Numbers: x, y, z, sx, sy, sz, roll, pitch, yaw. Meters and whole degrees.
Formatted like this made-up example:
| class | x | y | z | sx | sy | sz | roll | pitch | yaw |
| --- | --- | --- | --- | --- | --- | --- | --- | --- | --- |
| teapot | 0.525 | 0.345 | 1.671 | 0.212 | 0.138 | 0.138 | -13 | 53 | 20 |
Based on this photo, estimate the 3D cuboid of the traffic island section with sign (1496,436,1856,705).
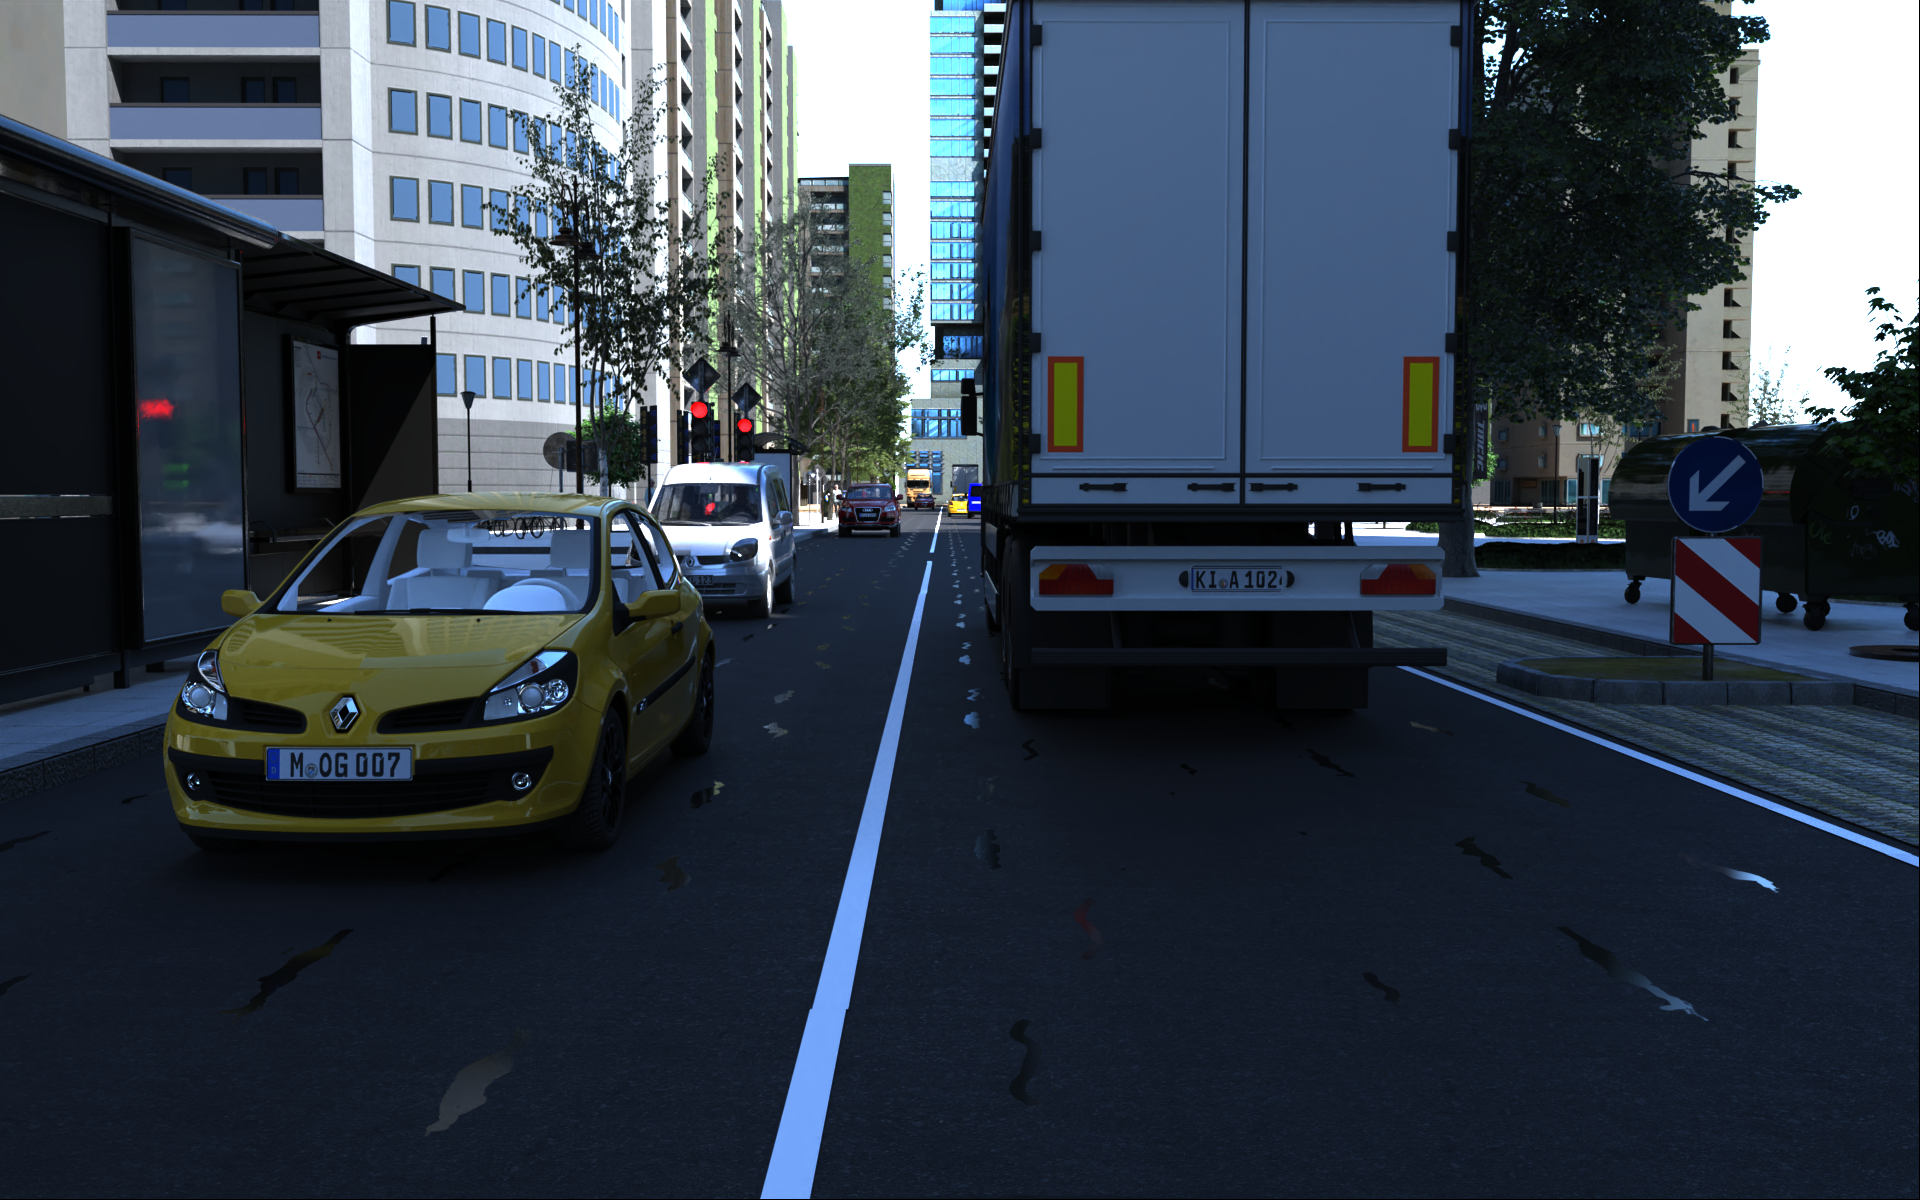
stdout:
| class | x | y | z | sx | sy | sz | roll | pitch | yaw |
| --- | --- | --- | --- | --- | --- | --- | --- | --- | --- |
| traffic island section with sign | 5.053 | -0.244 | 12.623 | 1.989 | 1.847 | 2.006 | 0 | 4 | 0 |

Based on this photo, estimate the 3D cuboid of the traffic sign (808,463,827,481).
| class | x | y | z | sx | sy | sz | roll | pitch | yaw |
| --- | --- | --- | --- | --- | --- | --- | --- | --- | --- |
| traffic sign | -6.125 | -4.557 | 74.243 | 0.795 | 2.593 | 0.064 | 0 | 4 | 6 |

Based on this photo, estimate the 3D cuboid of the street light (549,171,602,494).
| class | x | y | z | sx | sy | sz | roll | pitch | yaw |
| --- | --- | --- | --- | --- | --- | --- | --- | --- | --- |
| street light | -5.572 | -3.209 | 25.262 | 0.468 | 5.910 | 1.993 | 0 | 4 | 0 |

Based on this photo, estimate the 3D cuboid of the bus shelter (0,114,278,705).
| class | x | y | z | sx | sy | sz | roll | pitch | yaw |
| --- | --- | --- | --- | --- | --- | --- | --- | --- | --- |
| bus shelter | -6.265 | -1.914 | 8.925 | 2.179 | 5.291 | 8.768 | 0 | 4 | -1 |

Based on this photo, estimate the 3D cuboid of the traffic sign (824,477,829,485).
| class | x | y | z | sx | sy | sz | roll | pitch | yaw |
| --- | --- | --- | --- | --- | --- | --- | --- | --- | --- |
| traffic sign | -8.782 | -6.817 | 111.188 | 0.795 | 2.593 | 0.064 | 0 | 4 | 5 |

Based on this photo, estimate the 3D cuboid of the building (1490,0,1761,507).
| class | x | y | z | sx | sy | sz | roll | pitch | yaw |
| --- | --- | --- | --- | --- | --- | --- | --- | --- | --- |
| building | 68.058 | -33.770 | 175.834 | 21.600 | 48.544 | 21.300 | 0 | 4 | 0 |

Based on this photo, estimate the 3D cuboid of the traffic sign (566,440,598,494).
| class | x | y | z | sx | sy | sz | roll | pitch | yaw |
| --- | --- | --- | --- | --- | --- | --- | --- | --- | --- |
| traffic sign | -7.151 | -1.877 | 32.812 | 0.606 | 2.300 | 0.079 | 0 | 4 | 3 |

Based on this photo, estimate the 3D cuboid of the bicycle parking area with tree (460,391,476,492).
| class | x | y | z | sx | sy | sz | roll | pitch | yaw |
| --- | --- | --- | --- | --- | --- | --- | --- | --- | --- |
| bicycle parking area with tree | -16.290 | -3.802 | 49.160 | 8.231 | 4.147 | 9.016 | 2 | 4 | 31 |

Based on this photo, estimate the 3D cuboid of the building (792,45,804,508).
| class | x | y | z | sx | sy | sz | roll | pitch | yaw |
| --- | --- | --- | --- | --- | --- | --- | --- | --- | --- |
| building | -21.839 | -28.723 | 153.223 | 14.154 | 41.232 | 14.086 | 0 | 4 | 0 |

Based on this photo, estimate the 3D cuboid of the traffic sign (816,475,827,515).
| class | x | y | z | sx | sy | sz | roll | pitch | yaw |
| --- | --- | --- | --- | --- | --- | --- | --- | --- | --- |
| traffic sign | -8.627 | -6.539 | 107.015 | 0.768 | 2.556 | 0.104 | 1 | 4 | 9 |

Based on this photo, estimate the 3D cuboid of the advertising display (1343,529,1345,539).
| class | x | y | z | sx | sy | sz | roll | pitch | yaw |
| --- | --- | --- | --- | --- | --- | --- | --- | --- | --- |
| advertising display | 10.076 | -2.443 | 45.156 | 0.123 | 1.923 | 0.974 | 1 | 4 | 9 |

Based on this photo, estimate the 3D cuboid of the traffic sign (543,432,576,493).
| class | x | y | z | sx | sy | sz | roll | pitch | yaw |
| --- | --- | --- | --- | --- | --- | --- | --- | --- | --- |
| traffic sign | -8.191 | -2.169 | 35.577 | 0.768 | 2.556 | 0.104 | 0 | 4 | 5 |

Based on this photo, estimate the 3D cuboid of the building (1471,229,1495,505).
| class | x | y | z | sx | sy | sz | roll | pitch | yaw |
| --- | --- | --- | --- | --- | --- | --- | --- | --- | --- |
| building | 58.704 | -32.632 | 217.127 | 14.086 | 41.232 | 14.154 | 0 | 4 | 0 |

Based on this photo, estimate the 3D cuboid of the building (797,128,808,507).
| class | x | y | z | sx | sy | sz | roll | pitch | yaw |
| --- | --- | --- | --- | --- | --- | --- | --- | --- | --- |
| building | -29.543 | -31.824 | 174.947 | 28.867 | 44.769 | 22.147 | 0 | 4 | 0 |

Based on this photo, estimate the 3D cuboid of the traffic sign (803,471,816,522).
| class | x | y | z | sx | sy | sz | roll | pitch | yaw |
| --- | --- | --- | --- | --- | --- | --- | --- | --- | --- |
| traffic sign | -6.793 | -4.655 | 78.234 | 0.606 | 2.300 | 0.079 | 0 | 4 | 1 |

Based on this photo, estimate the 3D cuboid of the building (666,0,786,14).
| class | x | y | z | sx | sy | sz | roll | pitch | yaw |
| --- | --- | --- | --- | --- | --- | --- | --- | --- | --- |
| building | -21.382 | -27.858 | 139.076 | 14.154 | 41.232 | 14.086 | 0 | 4 | 0 |

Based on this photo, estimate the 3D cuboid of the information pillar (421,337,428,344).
| class | x | y | z | sx | sy | sz | roll | pitch | yaw |
| --- | --- | --- | --- | --- | --- | --- | --- | --- | --- |
| information pillar | -7.918 | -2.098 | 25.664 | 0.183 | 3.616 | 0.504 | -1 | 4 | -13 |

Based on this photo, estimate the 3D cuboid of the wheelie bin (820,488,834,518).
| class | x | y | z | sx | sy | sz | roll | pitch | yaw |
| --- | --- | --- | --- | --- | --- | --- | --- | --- | --- |
| wheelie bin | -7.231 | -5.300 | 94.564 | 0.693 | 1.594 | 0.980 | -1 | 4 | -17 |

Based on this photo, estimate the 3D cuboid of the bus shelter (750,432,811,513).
| class | x | y | z | sx | sy | sz | roll | pitch | yaw |
| --- | --- | --- | --- | --- | --- | --- | --- | --- | --- |
| bus shelter | -6.329 | -4.013 | 59.532 | 2.014 | 3.302 | 5.546 | 0 | 4 | 0 |

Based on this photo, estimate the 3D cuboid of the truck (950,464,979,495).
| class | x | y | z | sx | sy | sz | roll | pitch | yaw |
| --- | --- | --- | --- | --- | --- | --- | --- | --- | --- |
| truck | 0.476 | -10.963 | 168.153 | 2.839 | 4.237 | 11.283 | 0 | 4 | 0 |

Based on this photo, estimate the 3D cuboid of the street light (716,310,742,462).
| class | x | y | z | sx | sy | sz | roll | pitch | yaw |
| --- | --- | --- | --- | --- | --- | --- | --- | --- | --- |
| street light | -5.800 | -4.333 | 43.635 | 0.468 | 5.910 | 1.993 | 0 | 4 | 0 |

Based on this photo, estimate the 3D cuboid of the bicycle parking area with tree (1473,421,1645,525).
| class | x | y | z | sx | sy | sz | roll | pitch | yaw |
| --- | --- | --- | --- | --- | --- | --- | --- | --- | --- |
| bicycle parking area with tree | 25.385 | -5.049 | 69.558 | 9.016 | 4.147 | 8.231 | 0 | 4 | -4 |

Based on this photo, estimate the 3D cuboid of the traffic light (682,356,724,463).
| class | x | y | z | sx | sy | sz | roll | pitch | yaw |
| --- | --- | --- | --- | --- | --- | --- | --- | --- | --- |
| traffic light | -5.258 | -2.843 | 35.411 | 0.839 | 4.253 | 0.868 | 0 | 4 | 0 |

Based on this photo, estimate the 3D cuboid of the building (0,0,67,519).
| class | x | y | z | sx | sy | sz | roll | pitch | yaw |
| --- | --- | --- | --- | --- | --- | --- | --- | --- | --- |
| building | -24.516 | -23.969 | 15.596 | 21.600 | 48.544 | 21.300 | 0 | 4 | 0 |

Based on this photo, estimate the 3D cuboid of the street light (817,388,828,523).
| class | x | y | z | sx | sy | sz | roll | pitch | yaw |
| --- | --- | --- | --- | --- | --- | --- | --- | --- | --- |
| street light | -6.014 | -6.290 | 75.621 | 0.468 | 5.910 | 1.993 | 0 | 4 | 0 |

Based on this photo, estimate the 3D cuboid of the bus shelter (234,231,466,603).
| class | x | y | z | sx | sy | sz | roll | pitch | yaw |
| --- | --- | --- | --- | --- | --- | --- | --- | --- | --- |
| bus shelter | -6.982 | -1.672 | 18.617 | 1.731 | 3.624 | 6.357 | 0 | 4 | -1 |

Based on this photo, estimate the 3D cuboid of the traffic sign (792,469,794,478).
| class | x | y | z | sx | sy | sz | roll | pitch | yaw |
| --- | --- | --- | --- | --- | --- | --- | --- | --- | --- |
| traffic sign | -7.713 | -4.757 | 77.512 | 0.795 | 2.593 | 0.064 | 1 | 4 | 8 |

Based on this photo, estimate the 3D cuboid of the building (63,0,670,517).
| class | x | y | z | sx | sy | sz | roll | pitch | yaw |
| --- | --- | --- | --- | --- | --- | --- | --- | --- | --- |
| building | -24.748 | -32.314 | 70.327 | 21.231 | 58.520 | 28.212 | 0 | 4 | 0 |

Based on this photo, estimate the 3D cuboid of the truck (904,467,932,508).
| class | x | y | z | sx | sy | sz | roll | pitch | yaw |
| --- | --- | --- | --- | --- | --- | --- | --- | --- | --- |
| truck | -4.317 | -11.955 | 184.380 | 2.839 | 4.237 | 11.283 | 0 | 4 | 0 |

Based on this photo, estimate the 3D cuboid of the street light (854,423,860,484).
| class | x | y | z | sx | sy | sz | roll | pitch | yaw |
| --- | --- | --- | --- | --- | --- | --- | --- | --- | --- |
| street light | -6.373 | -8.260 | 107.840 | 0.468 | 5.910 | 1.993 | 0 | 4 | 0 |

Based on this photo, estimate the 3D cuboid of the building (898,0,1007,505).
| class | x | y | z | sx | sy | sz | roll | pitch | yaw |
| --- | --- | --- | --- | --- | --- | --- | --- | --- | --- |
| building | 7.883 | -55.487 | 219.885 | 31.000 | 86.520 | 22.319 | 0 | 4 | 0 |

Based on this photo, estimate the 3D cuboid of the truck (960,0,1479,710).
| class | x | y | z | sx | sy | sz | roll | pitch | yaw |
| --- | --- | --- | --- | --- | --- | --- | --- | --- | --- |
| truck | 1.458 | -1.581 | 14.758 | 2.839 | 4.237 | 11.283 | 0 | 4 | 0 |

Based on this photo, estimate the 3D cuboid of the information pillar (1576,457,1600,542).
| class | x | y | z | sx | sy | sz | roll | pitch | yaw |
| --- | --- | --- | --- | --- | --- | --- | --- | --- | --- |
| information pillar | 12.551 | -1.844 | 34.639 | 0.304 | 2.012 | 0.304 | -2 | 4 | -30 |

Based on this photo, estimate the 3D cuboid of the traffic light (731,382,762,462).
| class | x | y | z | sx | sy | sz | roll | pitch | yaw |
| --- | --- | --- | --- | --- | --- | --- | --- | --- | --- |
| traffic light | -5.327 | -3.332 | 43.395 | 0.839 | 4.253 | 0.868 | 0 | 4 | 0 |

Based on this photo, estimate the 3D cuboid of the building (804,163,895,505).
| class | x | y | z | sx | sy | sz | roll | pitch | yaw |
| --- | --- | --- | --- | --- | --- | --- | --- | --- | --- |
| building | -15.164 | -32.611 | 216.782 | 14.086 | 41.232 | 14.154 | 0 | 4 | 0 |
